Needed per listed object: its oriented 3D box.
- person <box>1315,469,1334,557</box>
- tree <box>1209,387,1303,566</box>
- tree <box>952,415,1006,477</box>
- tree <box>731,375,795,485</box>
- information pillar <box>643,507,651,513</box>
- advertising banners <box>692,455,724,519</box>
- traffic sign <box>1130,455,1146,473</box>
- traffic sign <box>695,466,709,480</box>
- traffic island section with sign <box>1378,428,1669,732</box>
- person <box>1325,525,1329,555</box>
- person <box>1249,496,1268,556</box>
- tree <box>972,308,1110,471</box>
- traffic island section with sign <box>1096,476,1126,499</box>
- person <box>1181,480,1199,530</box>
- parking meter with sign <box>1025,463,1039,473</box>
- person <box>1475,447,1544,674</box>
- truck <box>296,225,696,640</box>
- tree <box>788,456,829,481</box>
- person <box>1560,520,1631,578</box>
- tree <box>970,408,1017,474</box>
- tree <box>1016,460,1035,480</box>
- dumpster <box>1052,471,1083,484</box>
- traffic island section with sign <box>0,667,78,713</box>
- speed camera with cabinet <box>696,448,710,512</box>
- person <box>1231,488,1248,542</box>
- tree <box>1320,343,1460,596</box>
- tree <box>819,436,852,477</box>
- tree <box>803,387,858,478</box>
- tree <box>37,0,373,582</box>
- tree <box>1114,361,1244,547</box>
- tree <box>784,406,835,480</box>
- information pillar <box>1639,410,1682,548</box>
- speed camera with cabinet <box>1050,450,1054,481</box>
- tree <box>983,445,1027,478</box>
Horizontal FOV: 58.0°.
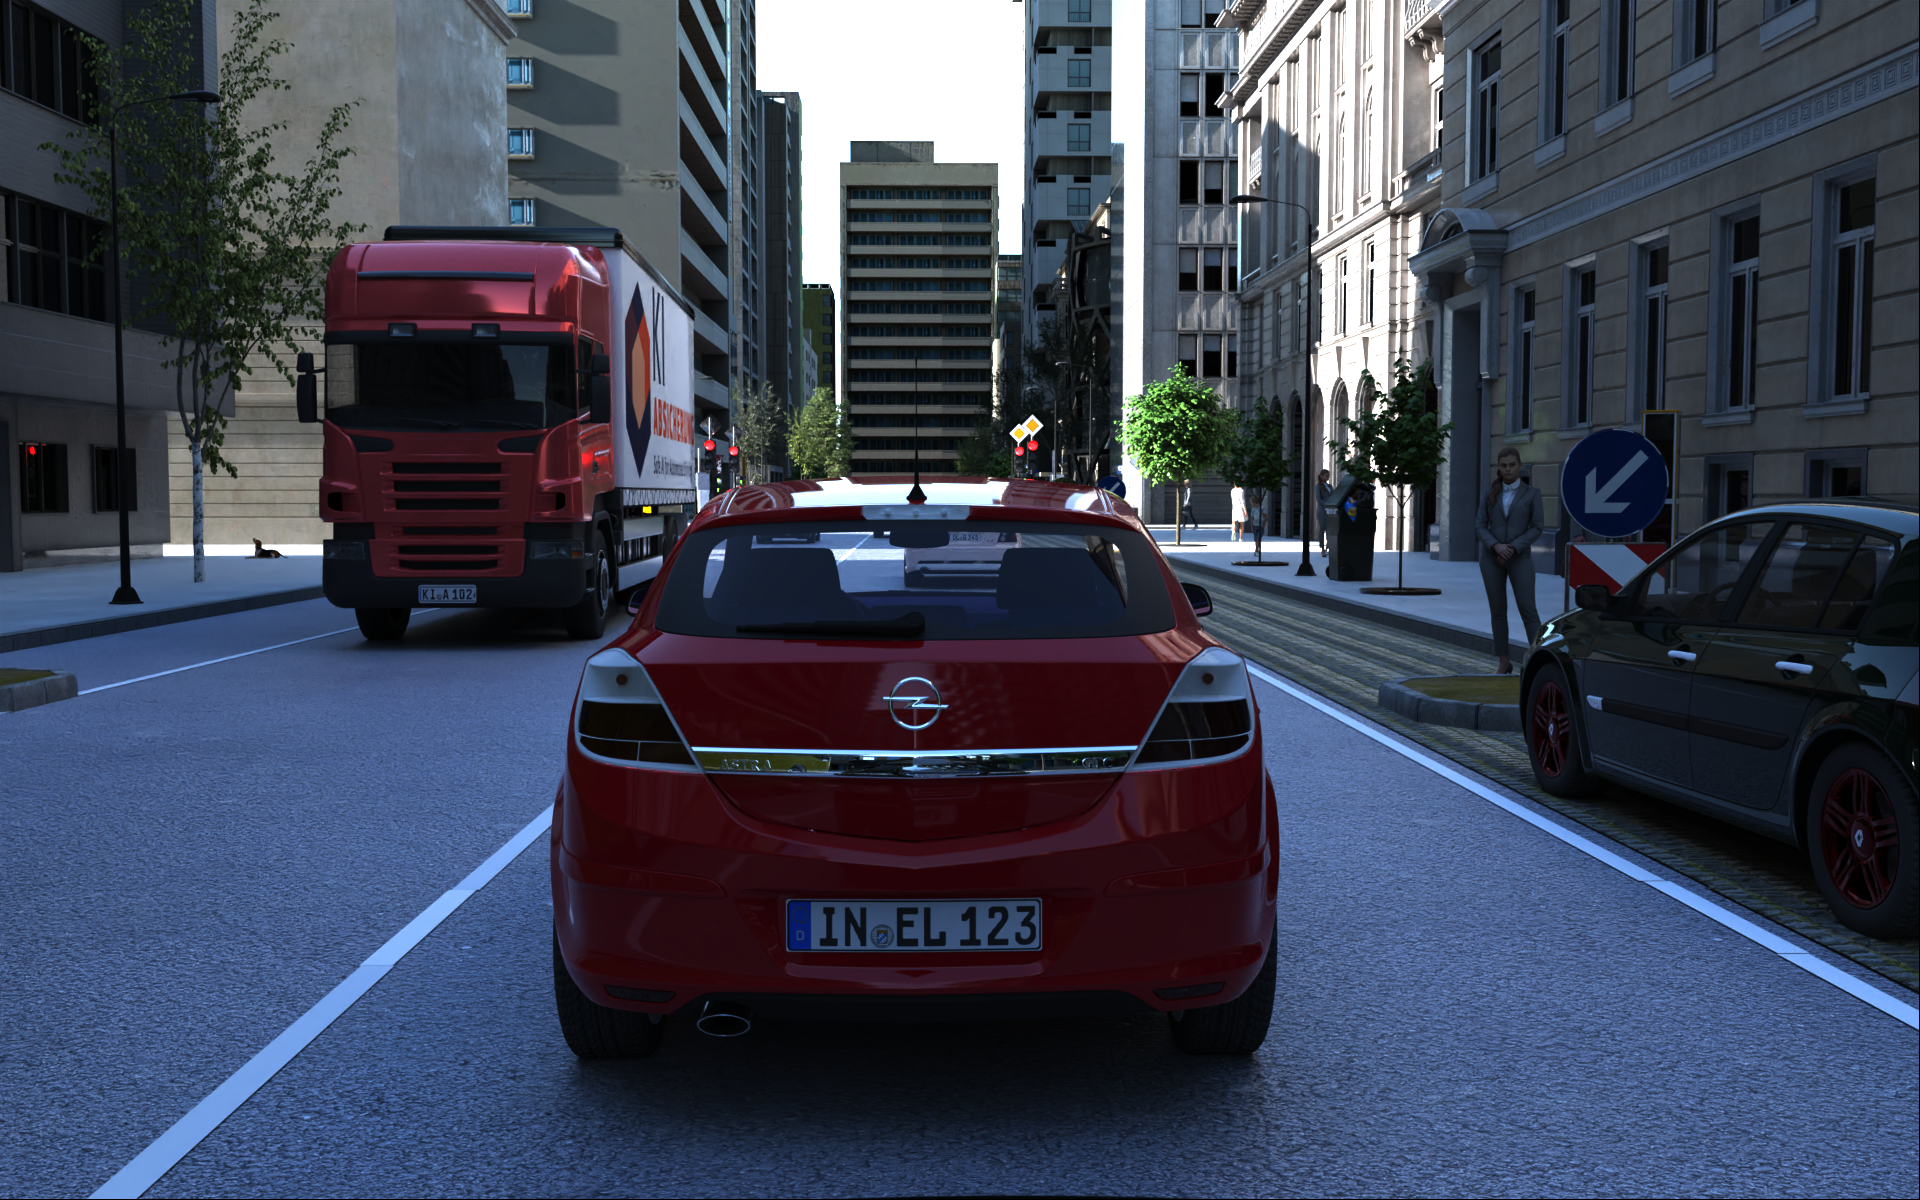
[{"bbox_3d":[7.522,-1.764,35.152,0.573,1.790,0.520,3,5,42],"label":"person"},{"bbox_3d":[5.522,-2.241,31.237,1.663,3.219,1.824,0,3,0],"label":"tree"},{"bbox_3d":[1.890,-13.116,164.802,4.737,8.622,4.395,0,3,0],"label":"tree"},{"bbox_3d":[-12.832,-9.863,111.628,4.360,8.622,3.978,0,3,0],"label":"tree"},{"bbox_3d":[-12.217,-4.682,67.906,0.504,3.616,0.183,2,4,28],"label":"information pillar"},{"bbox_3d":[-11.106,-4.904,76.374,0.090,3.025,2.074,2,4,34],"label":"advertising banners"},{"bbox_3d":[5.247,-3.033,49.316,0.795,2.593,0.064,0,4,3],"label":"traffic sign"},{"bbox_3d":[-11.570,-4.733,77.484,0.768,2.556,0.104,0,4,7],"label":"traffic sign"},{"bbox_3d":[3.829,-0.160,11.239,1.989,1.847,2.006,0,4,-1],"label":"traffic island section with sign"},{"bbox_3d":[7.775,-1.575,36.479,0.352,1.250,0.332,0,4,5],"label":"person"},{"bbox_3d":[6.153,-1.528,35.703,0.352,1.250,0.332,-1,4,-16],"label":"person"},{"bbox_3d":[4.648,-9.378,87.739,8.767,10.594,7.601,1,4,9],"label":"tree"},{"bbox_3d":[3.138,-1.808,38.192,1.989,1.847,2.006,0,4,-1],"label":"traffic island section with sign"},{"bbox_3d":[8.150,-3.391,61.671,0.728,1.800,0.709,0,4,5],"label":"person"},{"bbox_3d":[3.911,-6.123,96.366,0.543,3.016,1.738,1,4,16],"label":"parking meter with sign"},{"bbox_3d":[4.178,-0.267,13.138,0.520,1.790,0.573,1,4,13],"label":"person"},{"bbox_3d":[-4.896,-1.930,20.465,2.839,4.237,11.283,0,4,-3],"label":"truck"},{"bbox_3d":[-13.867,-10.900,161.920,4.285,4.588,4.351,0,3,0],"label":"tree"},{"bbox_3d":[6.748,-0.739,18.228,0.694,1.812,0.767,-1,4,-13],"label":"person"},{"bbox_3d":[3.034,-11.458,137.692,4.360,8.622,3.978,0,3,0],"label":"tree"},{"bbox_3d":[3.835,-6.434,99.794,1.663,3.219,1.824,0,3,0],"label":"tree"},{"bbox_3d":[4.378,-4.340,73.448,1.502,2.255,1.985,0,4,-1],"label":"dumpster"},{"bbox_3d":[-7.225,-0.189,11.724,1.989,1.847,2.006,0,4,-1],"label":"traffic island section with sign"},{"bbox_3d":[-10.904,-4.869,73.943,0.660,3.252,2.038,-1,4,-11],"label":"speed camera with cabinet"},{"bbox_3d":[7.417,-2.402,46.070,0.466,1.731,0.760,1,4,17],"label":"person"},{"bbox_3d":[5.744,-1.702,22.437,1.663,3.219,1.824,0,3,0],"label":"tree"},{"bbox_3d":[-14.614,-15.658,206.362,4.360,8.622,3.978,0,3,0],"label":"tree"},{"bbox_3d":[-14.414,-16.254,183.877,7.486,12.596,7.792,0,3,0],"label":"tree"},{"bbox_3d":[-10.875,-4.571,25.101,4.737,8.622,4.395,0,3,0],"label":"tree"},{"bbox_3d":[5.312,-3.607,42.694,4.285,4.588,4.351,0,3,0],"label":"tree"},{"bbox_3d":[-12.798,-11.798,143.253,4.737,8.622,4.395,0,3,0],"label":"tree"},{"bbox_3d":[6.172,-0.660,15.290,0.304,2.012,0.304,2,4,28],"label":"information pillar"},{"bbox_3d":[4.464,-5.097,77.674,0.660,3.252,2.038,0,4,-5],"label":"speed camera with cabinet"},{"bbox_3d":[3.199,-8.102,116.187,4.285,4.588,4.351,0,3,0],"label":"tree"}]
